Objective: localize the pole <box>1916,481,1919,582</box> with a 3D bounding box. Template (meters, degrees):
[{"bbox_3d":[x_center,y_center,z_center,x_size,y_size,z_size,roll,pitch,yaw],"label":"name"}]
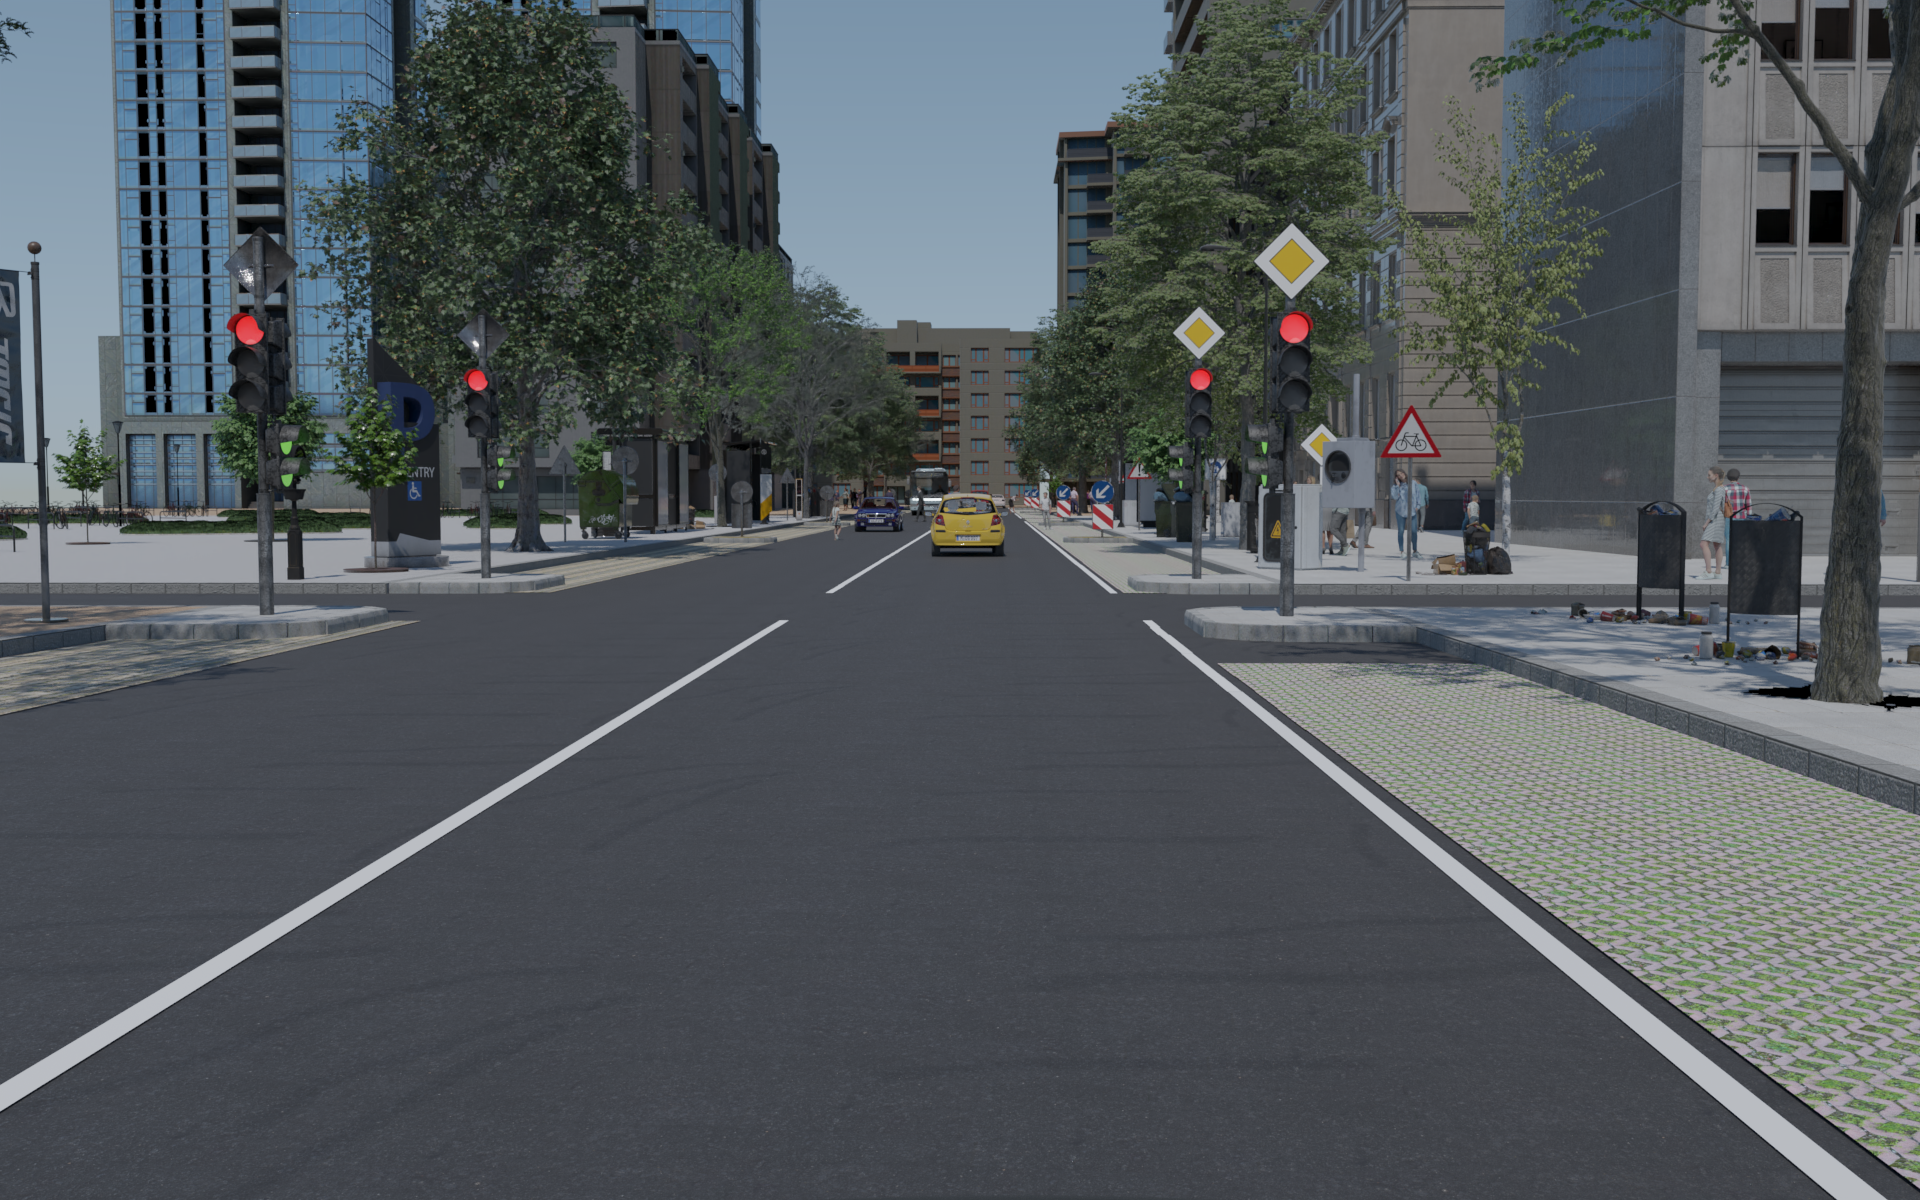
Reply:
[{"bbox_3d":[14.023,-1.914,25.134,0.158,3.312,0.155,0,3,0],"label":"pole"}]

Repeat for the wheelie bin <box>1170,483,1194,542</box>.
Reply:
[{"bbox_3d":[6.037,-2.347,46.283,0.693,1.594,0.980,0,4,6],"label":"wheelie bin"}]

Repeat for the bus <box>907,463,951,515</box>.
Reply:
[{"bbox_3d":[-2.078,-7.655,120.025,2.948,3.499,13.247,0,4,0],"label":"bus"}]

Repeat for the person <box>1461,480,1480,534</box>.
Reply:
[{"bbox_3d":[16.167,-2.929,54.777,0.563,1.720,0.643,-1,4,-9],"label":"person"}]

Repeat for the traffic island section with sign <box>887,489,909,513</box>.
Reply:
[{"bbox_3d":[-5.058,-7.362,129.004,1.989,1.847,2.006,0,4,1],"label":"traffic island section with sign"}]

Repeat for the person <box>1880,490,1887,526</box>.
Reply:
[{"bbox_3d":[13.991,-1.250,26.816,0.444,1.785,0.601,-2,4,-28],"label":"person"}]

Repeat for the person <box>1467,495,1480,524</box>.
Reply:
[{"bbox_3d":[14.359,-2.308,48.459,0.332,1.250,0.352,2,4,34],"label":"person"}]

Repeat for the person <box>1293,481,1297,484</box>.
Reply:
[{"bbox_3d":[13.526,-3.934,70.394,0.654,1.822,0.581,2,4,23],"label":"person"}]

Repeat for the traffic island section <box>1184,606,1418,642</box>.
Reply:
[{"bbox_3d":[3.457,0.249,18.209,2.009,0.180,2.903,0,4,1],"label":"traffic island section"}]

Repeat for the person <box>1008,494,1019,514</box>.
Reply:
[{"bbox_3d":[3.916,-6.990,125.970,0.799,1.438,0.628,0,4,5],"label":"person"}]

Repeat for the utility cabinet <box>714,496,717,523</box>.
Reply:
[{"bbox_3d":[-10.683,-4.042,77.240,0.306,1.237,1.020,1,4,9],"label":"utility cabinet"}]

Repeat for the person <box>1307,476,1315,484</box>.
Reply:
[{"bbox_3d":[9.757,-2.656,49.682,0.699,1.804,1.509,-3,4,-38],"label":"person"}]

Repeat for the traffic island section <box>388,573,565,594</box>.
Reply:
[{"bbox_3d":[-7.238,-0.251,26.392,2.009,0.180,2.903,0,4,1],"label":"traffic island section"}]

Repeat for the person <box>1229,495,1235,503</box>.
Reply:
[{"bbox_3d":[11.062,-3.657,70.524,0.332,1.250,0.352,-1,4,-9],"label":"person"}]

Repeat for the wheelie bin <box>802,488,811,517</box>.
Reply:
[{"bbox_3d":[-8.552,-5.310,94.730,0.693,1.594,0.980,0,4,2],"label":"wheelie bin"}]

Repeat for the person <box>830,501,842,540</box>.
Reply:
[{"bbox_3d":[-3.904,-2.464,53.794,0.505,1.210,0.382,3,5,41],"label":"person"}]

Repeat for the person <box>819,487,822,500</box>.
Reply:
[{"bbox_3d":[-10.296,-7.384,126.779,0.705,1.822,1.348,0,3,0],"label":"person"}]

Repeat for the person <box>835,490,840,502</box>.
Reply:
[{"bbox_3d":[-12.562,-10.398,176.966,0.541,1.710,0.530,2,4,28],"label":"person"}]

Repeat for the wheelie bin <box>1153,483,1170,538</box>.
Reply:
[{"bbox_3d":[6.125,-2.653,51.278,0.693,1.594,0.980,3,5,42],"label":"wheelie bin"}]

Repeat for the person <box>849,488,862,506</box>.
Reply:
[{"bbox_3d":[-9.519,-9.227,156.917,1.348,1.822,0.705,-2,4,-32],"label":"person"}]

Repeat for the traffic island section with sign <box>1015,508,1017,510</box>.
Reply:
[{"bbox_3d":[5.948,-9.007,155.890,1.989,1.847,2.006,0,4,1],"label":"traffic island section with sign"}]

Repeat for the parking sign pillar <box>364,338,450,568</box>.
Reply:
[{"bbox_3d":[-9.798,-2.575,30.572,1.447,3.967,1.447,2,4,26],"label":"parking sign pillar"}]

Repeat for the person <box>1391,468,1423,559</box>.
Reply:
[{"bbox_3d":[8.905,-1.724,34.487,0.793,1.790,0.793,-2,4,-27],"label":"person"}]

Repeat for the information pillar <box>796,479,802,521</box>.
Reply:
[{"bbox_3d":[-7.774,-4.846,83.718,0.304,2.012,0.304,0,4,-5],"label":"information pillar"}]

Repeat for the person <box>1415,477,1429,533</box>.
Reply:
[{"bbox_3d":[15.305,-3.176,57.840,0.638,1.841,0.748,1,4,21],"label":"person"}]

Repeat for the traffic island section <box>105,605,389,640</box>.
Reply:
[{"bbox_3d":[-7.383,0.237,18.409,2.009,0.180,2.903,0,4,1],"label":"traffic island section"}]

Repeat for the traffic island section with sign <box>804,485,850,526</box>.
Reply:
[{"bbox_3d":[-5.978,-4.256,78.206,1.989,1.847,2.006,0,4,1],"label":"traffic island section with sign"}]

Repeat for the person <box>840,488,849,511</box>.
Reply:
[{"bbox_3d":[-8.913,-7.753,133.593,0.721,1.735,1.217,-3,5,-41],"label":"person"}]

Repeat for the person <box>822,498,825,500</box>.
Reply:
[{"bbox_3d":[-12.681,-9.593,163.340,0.683,1.767,0.568,-3,5,-41],"label":"person"}]

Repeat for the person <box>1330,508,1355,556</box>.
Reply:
[{"bbox_3d":[8.019,-1.808,36.093,0.515,1.767,0.782,2,4,35],"label":"person"}]

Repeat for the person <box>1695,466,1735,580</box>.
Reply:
[{"bbox_3d":[11.361,-1.163,26.056,0.522,1.701,0.512,1,4,21],"label":"person"}]

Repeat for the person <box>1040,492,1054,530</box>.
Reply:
[{"bbox_3d":[3.491,-3.571,69.482,0.503,1.515,0.523,-2,4,-25],"label":"person"}]

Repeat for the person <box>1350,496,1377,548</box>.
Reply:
[{"bbox_3d":[9.645,-2.128,40.961,0.853,1.813,0.709,-2,4,-27],"label":"person"}]

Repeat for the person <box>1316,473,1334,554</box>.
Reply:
[{"bbox_3d":[7.843,-1.867,36.930,0.716,1.782,0.532,0,4,0],"label":"person"}]

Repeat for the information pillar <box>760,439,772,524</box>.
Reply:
[{"bbox_3d":[-8.212,-5.007,73.212,0.504,3.616,0.183,-2,4,-24],"label":"information pillar"}]

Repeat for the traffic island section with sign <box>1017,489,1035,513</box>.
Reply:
[{"bbox_3d":[5.450,-7.339,128.627,1.989,1.847,2.006,0,4,1],"label":"traffic island section with sign"}]

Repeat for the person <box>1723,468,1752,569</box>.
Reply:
[{"bbox_3d":[13.182,-1.381,29.462,0.563,1.720,0.643,0,4,6],"label":"person"}]

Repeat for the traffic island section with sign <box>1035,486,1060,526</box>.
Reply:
[{"bbox_3d":[4.559,-4.274,78.504,1.989,1.847,2.006,0,4,1],"label":"traffic island section with sign"}]

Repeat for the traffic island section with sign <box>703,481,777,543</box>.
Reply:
[{"bbox_3d":[-6.458,-2.607,51.255,1.989,1.847,2.006,0,4,1],"label":"traffic island section with sign"}]

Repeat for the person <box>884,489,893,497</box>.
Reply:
[{"bbox_3d":[-4.877,-6.623,117.233,0.683,1.767,0.568,-1,4,-20],"label":"person"}]

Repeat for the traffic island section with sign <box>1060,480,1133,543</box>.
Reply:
[{"bbox_3d":[4.059,-2.604,51.201,1.989,1.847,2.006,0,4,1],"label":"traffic island section with sign"}]

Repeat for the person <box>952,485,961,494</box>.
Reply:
[{"bbox_3d":[0.007,-3.471,65.603,0.716,1.782,0.532,3,5,41],"label":"person"}]

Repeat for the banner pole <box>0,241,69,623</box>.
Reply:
[{"bbox_3d":[-9.294,-1.655,17.073,0.401,3.779,0.863,2,4,33],"label":"banner pole"}]

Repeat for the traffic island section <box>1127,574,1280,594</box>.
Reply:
[{"bbox_3d":[3.601,-0.239,26.192,2.009,0.180,2.903,0,4,1],"label":"traffic island section"}]

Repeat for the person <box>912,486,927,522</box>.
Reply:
[{"bbox_3d":[-2.086,-4.954,89.272,0.755,1.850,0.659,0,4,8],"label":"person"}]

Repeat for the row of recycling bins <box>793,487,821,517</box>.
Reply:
[{"bbox_3d":[-8.672,-5.550,97.859,1.069,1.692,3.534,1,4,12],"label":"row of recycling bins"}]
